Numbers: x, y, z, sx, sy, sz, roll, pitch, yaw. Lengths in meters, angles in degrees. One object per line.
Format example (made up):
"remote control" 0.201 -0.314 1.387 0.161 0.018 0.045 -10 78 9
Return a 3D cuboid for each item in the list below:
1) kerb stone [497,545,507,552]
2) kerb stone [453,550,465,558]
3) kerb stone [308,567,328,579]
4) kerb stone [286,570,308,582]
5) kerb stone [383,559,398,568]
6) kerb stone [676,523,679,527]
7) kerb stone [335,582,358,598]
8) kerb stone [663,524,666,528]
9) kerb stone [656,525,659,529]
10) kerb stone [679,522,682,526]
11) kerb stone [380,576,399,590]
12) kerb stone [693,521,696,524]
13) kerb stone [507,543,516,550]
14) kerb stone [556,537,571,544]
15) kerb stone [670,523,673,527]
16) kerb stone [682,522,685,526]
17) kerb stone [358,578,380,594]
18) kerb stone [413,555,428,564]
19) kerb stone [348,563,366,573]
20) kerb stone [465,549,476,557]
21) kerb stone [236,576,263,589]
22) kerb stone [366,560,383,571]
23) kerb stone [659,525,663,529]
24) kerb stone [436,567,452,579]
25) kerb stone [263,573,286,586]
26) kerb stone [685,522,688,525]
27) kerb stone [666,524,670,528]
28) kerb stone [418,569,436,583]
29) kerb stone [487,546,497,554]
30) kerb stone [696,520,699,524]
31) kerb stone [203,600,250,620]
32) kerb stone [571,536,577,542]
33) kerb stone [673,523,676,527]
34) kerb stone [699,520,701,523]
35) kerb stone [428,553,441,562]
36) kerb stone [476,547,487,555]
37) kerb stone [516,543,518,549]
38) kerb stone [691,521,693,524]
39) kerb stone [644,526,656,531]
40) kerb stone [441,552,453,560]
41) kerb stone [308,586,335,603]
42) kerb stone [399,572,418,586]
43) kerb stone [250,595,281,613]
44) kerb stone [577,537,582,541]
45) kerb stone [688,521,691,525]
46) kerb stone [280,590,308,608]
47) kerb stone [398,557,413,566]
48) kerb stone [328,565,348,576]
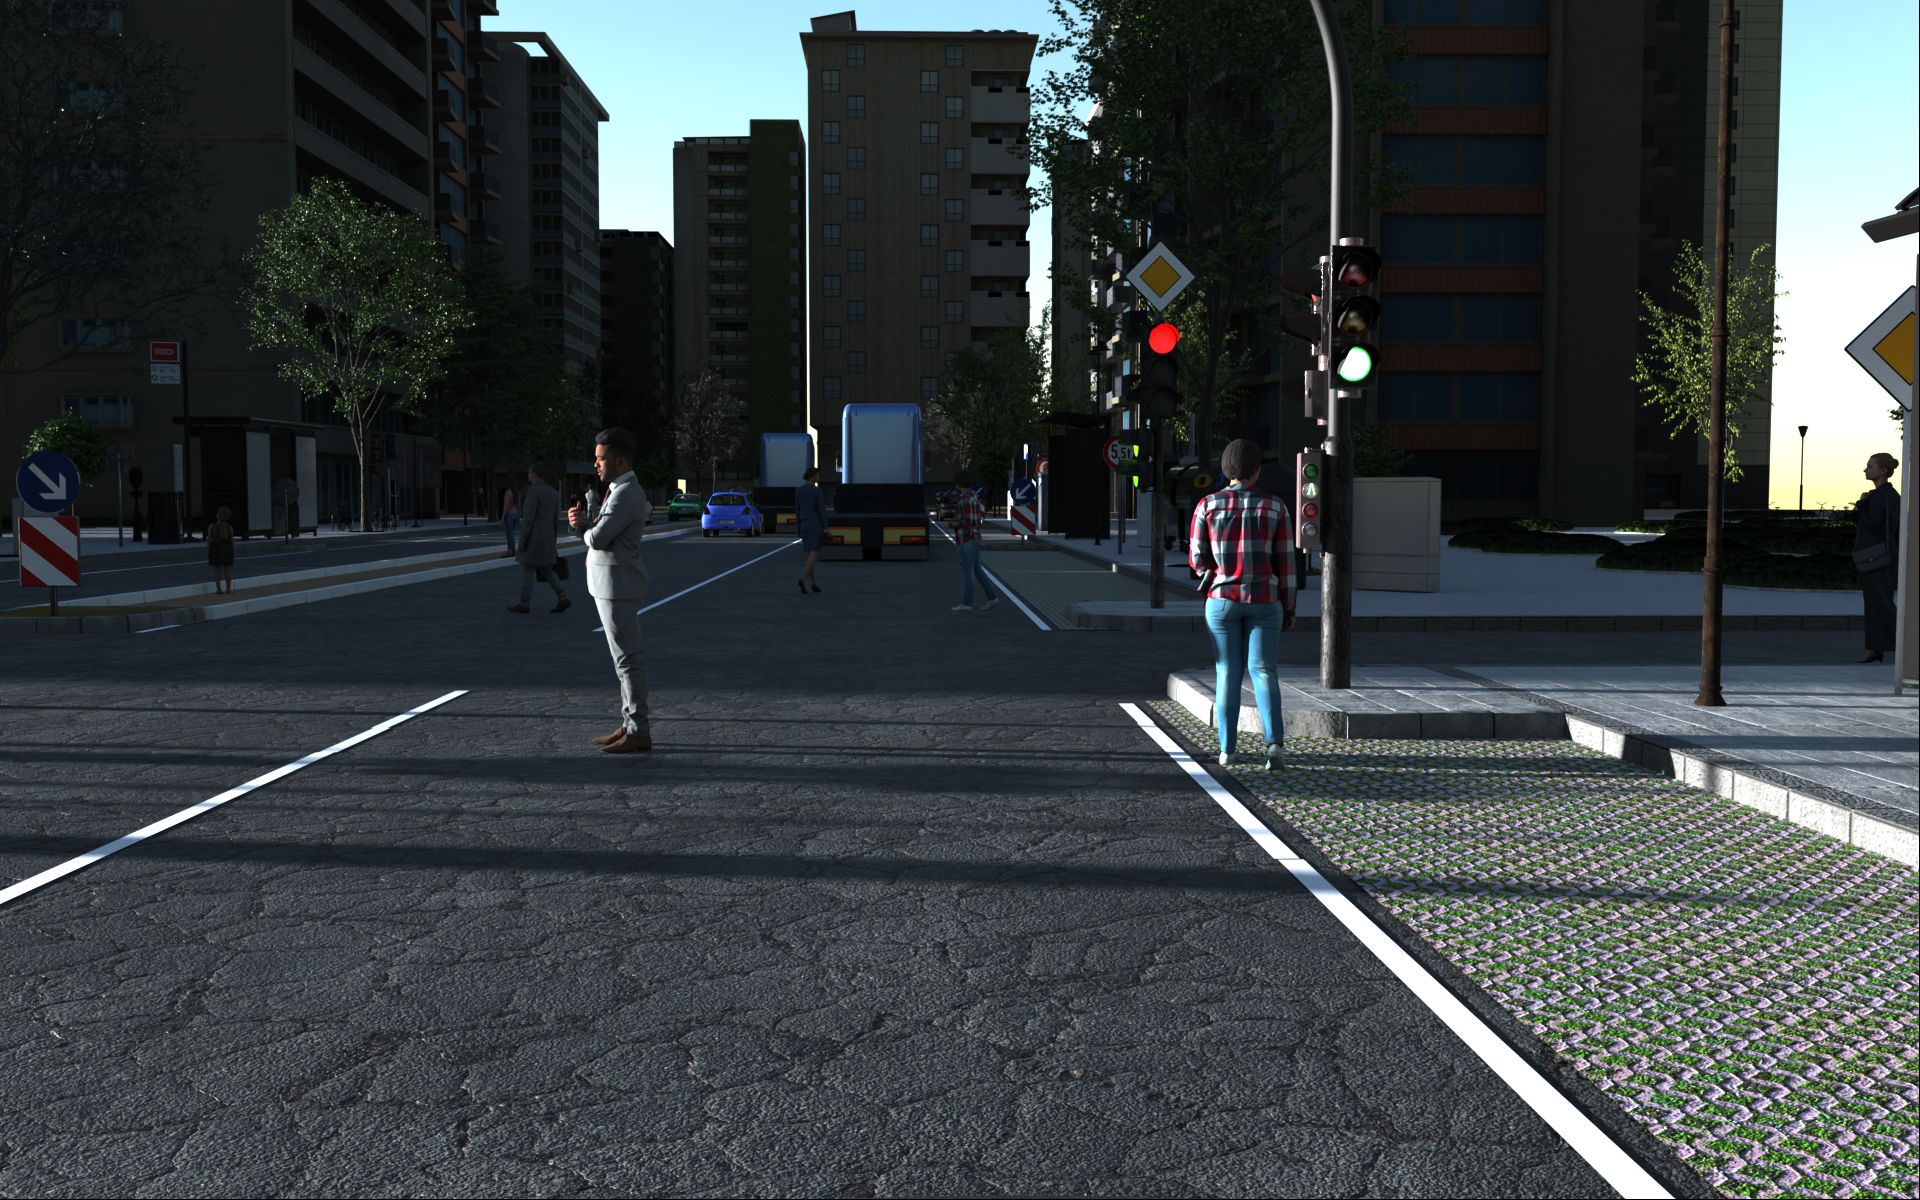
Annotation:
"kerb stone" -11.399 -1.250 42.655 0.120 0.150 1.000 0 4 -2
"kerb stone" -11.267 -1.001 38.561 0.120 0.150 1.000 0 4 -2
"kerb stone" -10.971 -0.435 29.337 0.120 0.150 1.000 0 4 -2
"kerb stone" -10.930 -0.373 28.315 0.120 0.150 1.000 0 4 -2
"kerb stone" -11.105 -0.686 33.435 0.120 0.150 1.000 0 4 -2
"kerb stone" -12.474 -3.256 75.431 0.120 0.150 1.000 0 4 -2
"kerb stone" -8.696 -0.128 24.283 0.120 0.150 1.000 0 4 -2
"kerb stone" -12.330 -2.997 71.331 0.120 0.150 1.000 0 4 -2
"kerb stone" -12.262 -2.878 69.278 0.120 0.150 1.000 0 4 -2
"kerb stone" -12.504 -3.317 76.458 0.120 0.150 1.000 0 4 -2
"kerb stone" -8.771 -0.253 26.330 0.120 0.150 1.000 0 4 -2
"kerb stone" -12.671 -3.632 81.584 0.120 0.150 1.000 0 4 -2
"kerb stone" -11.432 -1.314 43.677 0.120 0.150 1.000 0 4 -2
"kerb stone" -11.658 -1.751 50.840 0.120 0.150 1.000 0 4 -2
"kerb stone" -12.398 -3.131 73.384 0.120 0.150 1.000 0 4 -2
"kerb stone" -12.536 -3.380 77.481 0.120 0.150 1.000 0 4 -2
"kerb stone" -8.730 -0.189 25.308 0.120 0.150 1.000 0 4 -2
"kerb stone" -11.161 -0.813 35.488 0.120 0.150 1.000 0 4 -2
"kerb stone" -11.027 -0.562 31.381 0.120 0.150 1.000 0 4 -2
"kerb stone" -11.300 -1.063 39.583 0.120 0.150 1.000 0 4 -2
"kerb stone" -10.866 -0.244 26.270 0.120 0.150 1.000 0 4 -2
"kerb stone" -11.059 -0.621 32.414 0.120 0.150 1.000 0 4 -2
"kerb stone" -12.301 -2.942 70.304 0.120 0.150 1.000 0 4 -2
"kerb stone" -8.865 -0.441 29.398 0.120 0.150 1.000 0 4 -2
"kerb stone" -10.901 -0.312 27.292 0.120 0.150 1.000 0 4 -2
"kerb stone" -12.569 -3.441 78.506 0.120 0.150 1.000 0 4 -2
"kerb stone" -12.361 -3.068 72.361 0.120 0.150 1.000 0 4 -2
"kerb stone" -8.829 -0.378 28.377 0.120 0.150 1.000 0 4 -2
"kerb stone" -11.370 -1.188 41.628 0.120 0.150 1.000 0 4 -2
"kerb stone" -12.707 -3.695 82.615 0.120 0.150 1.000 0 4 -2
"kerb stone" -8.561 0.126 20.191 0.120 0.150 1.000 0 4 -2
"kerb stone" -11.692 -1.813 51.864 0.120 0.150 1.000 0 4 -2
"kerb stone" -12.438 -3.194 74.409 0.120 0.150 1.000 0 4 -2
"kerb stone" -12.740 -3.758 83.638 0.120 0.150 1.000 0 4 -2
"kerb stone" -11.199 -0.875 36.509 0.120 0.150 1.000 0 4 -2
"kerb stone" -11.334 -1.126 40.607 0.120 0.150 1.000 0 4 -2
"kerb stone" -11.470 -1.376 44.698 0.120 0.150 1.000 0 4 -2
"kerb stone" -12.637 -3.570 80.562 0.120 0.150 1.000 0 4 -2
"kerb stone" -12.233 -2.817 68.256 0.120 0.150 1.000 0 4 -2
"kerb stone" -11.231 -0.938 37.537 0.120 0.150 1.000 0 4 -2
"kerb stone" -8.660 -0.061 23.262 0.120 0.150 1.000 0 4 -2
"kerb stone" -8.799 -0.312 27.352 0.120 0.150 1.000 0 4 -2
"kerb stone" -8.593 0.062 21.213 0.120 0.150 1.000 0 4 -2
"kerb stone" -11.734 -1.877 52.890 0.120 0.150 1.000 0 4 -2
"kerb stone" -12.603 -3.507 79.532 0.120 0.150 1.000 0 4 -2
"kerb stone" -8.633 -0.003 22.238 0.120 0.150 1.000 0 4 -2
"kerb stone" -11.131 -0.746 34.465 0.120 0.150 1.000 0 4 -2
"kerb stone" -10.999 -0.499 30.359 0.120 0.150 1.000 0 4 -2
